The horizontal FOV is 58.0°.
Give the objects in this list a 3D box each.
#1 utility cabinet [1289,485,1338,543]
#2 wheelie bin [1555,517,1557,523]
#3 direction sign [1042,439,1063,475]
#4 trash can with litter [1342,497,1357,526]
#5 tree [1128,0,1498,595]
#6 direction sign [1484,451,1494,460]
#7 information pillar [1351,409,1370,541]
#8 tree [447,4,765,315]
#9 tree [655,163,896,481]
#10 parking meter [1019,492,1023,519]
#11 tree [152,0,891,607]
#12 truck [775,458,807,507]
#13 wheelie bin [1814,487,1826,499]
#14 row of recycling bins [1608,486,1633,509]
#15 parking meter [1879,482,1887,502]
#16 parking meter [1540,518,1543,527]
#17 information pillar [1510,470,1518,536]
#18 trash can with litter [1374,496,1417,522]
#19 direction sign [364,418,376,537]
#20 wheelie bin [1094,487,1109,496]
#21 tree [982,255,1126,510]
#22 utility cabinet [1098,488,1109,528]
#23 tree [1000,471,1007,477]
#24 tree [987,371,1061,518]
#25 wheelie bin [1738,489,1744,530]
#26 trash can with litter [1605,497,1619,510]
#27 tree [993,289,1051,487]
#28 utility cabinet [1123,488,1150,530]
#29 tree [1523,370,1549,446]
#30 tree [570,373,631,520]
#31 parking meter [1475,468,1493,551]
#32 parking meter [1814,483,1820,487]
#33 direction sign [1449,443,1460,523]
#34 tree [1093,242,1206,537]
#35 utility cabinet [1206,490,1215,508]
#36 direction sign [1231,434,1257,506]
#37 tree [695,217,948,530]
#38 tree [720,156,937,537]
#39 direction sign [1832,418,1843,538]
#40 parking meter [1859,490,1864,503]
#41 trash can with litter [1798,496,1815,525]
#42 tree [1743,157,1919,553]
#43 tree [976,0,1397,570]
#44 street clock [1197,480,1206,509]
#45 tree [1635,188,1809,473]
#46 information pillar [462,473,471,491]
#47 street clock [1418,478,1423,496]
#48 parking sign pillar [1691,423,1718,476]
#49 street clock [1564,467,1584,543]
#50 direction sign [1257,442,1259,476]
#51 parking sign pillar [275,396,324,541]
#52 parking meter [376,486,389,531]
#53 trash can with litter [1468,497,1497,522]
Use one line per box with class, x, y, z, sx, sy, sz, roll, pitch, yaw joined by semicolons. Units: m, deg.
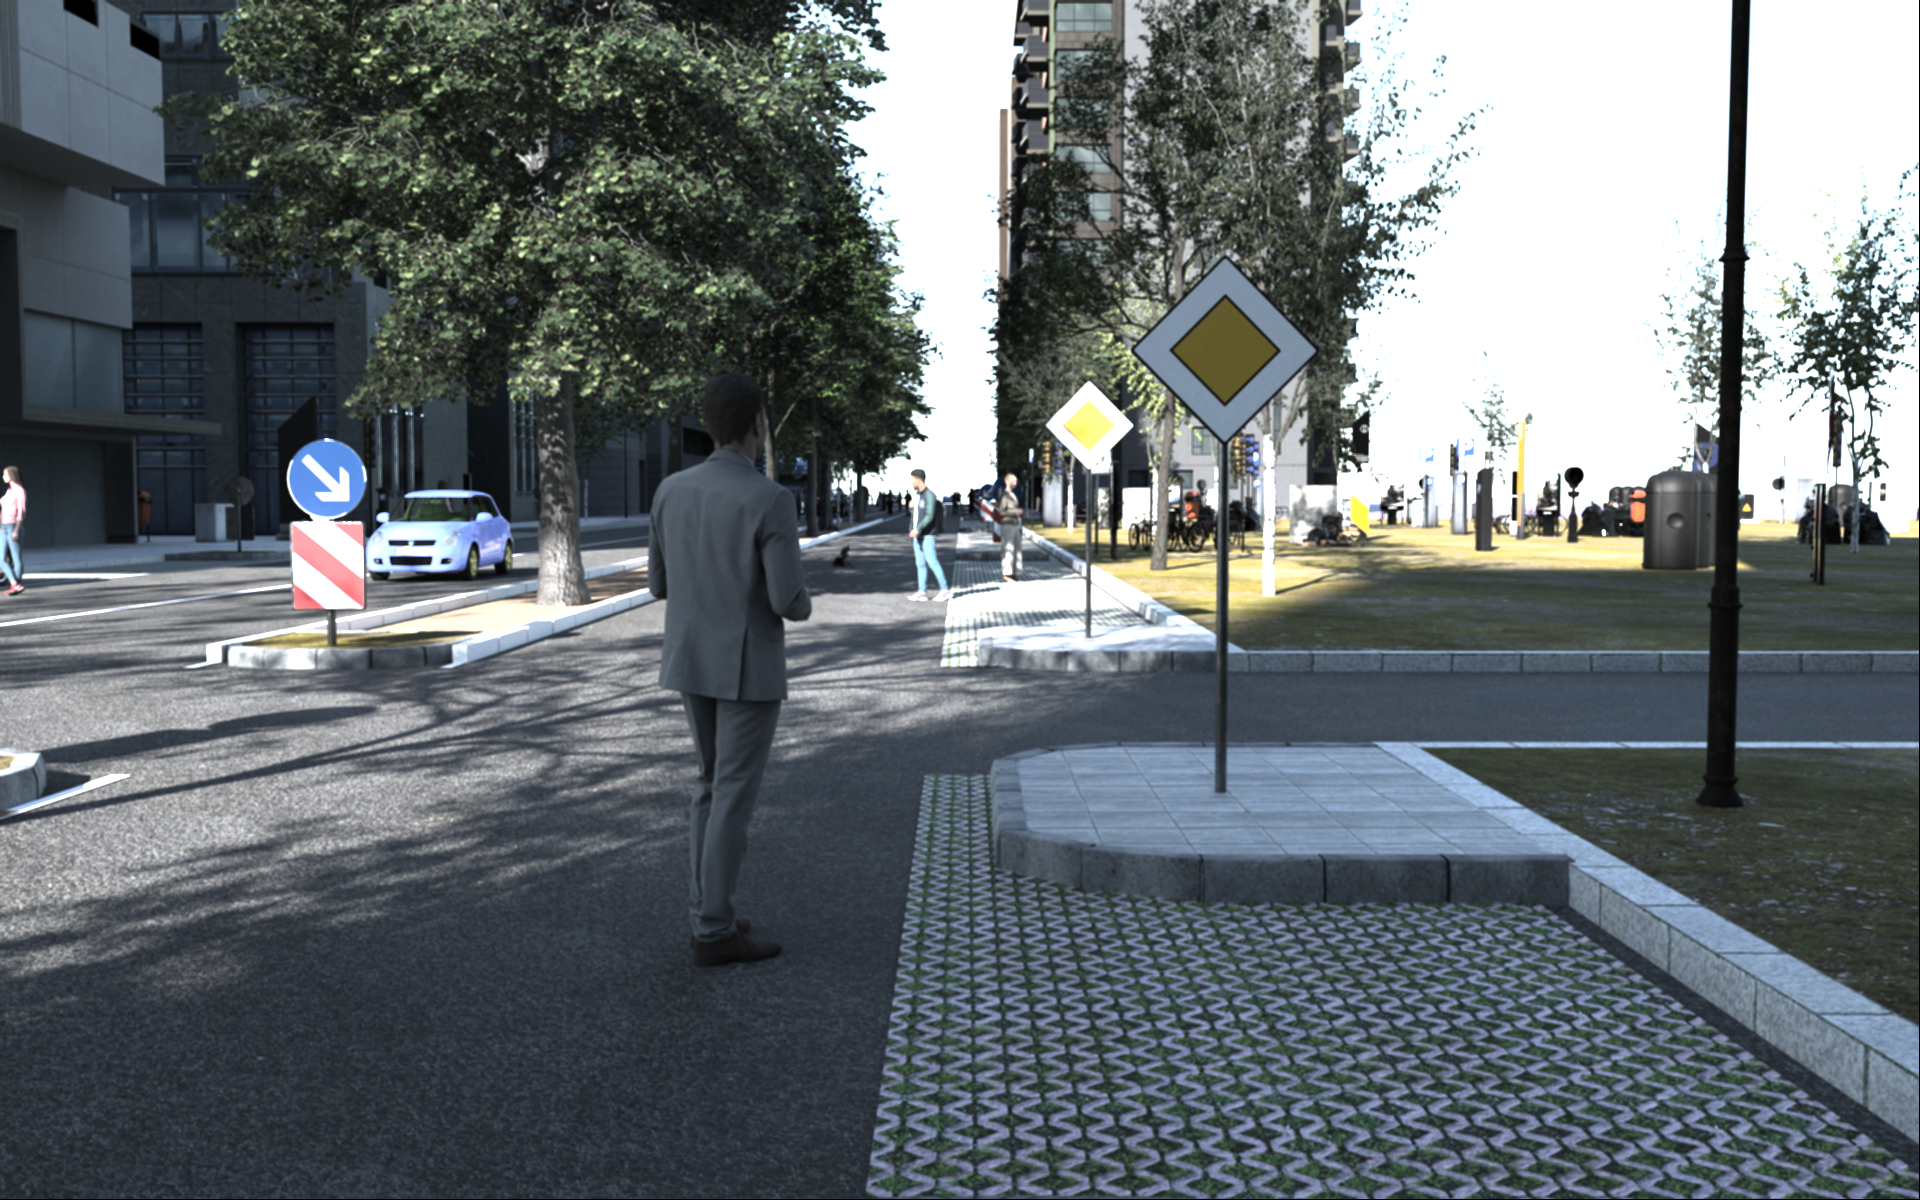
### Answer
utility cabinet;9.044;-2.177;44.265;1.173;1.500;0.318;1;4;23
wheelie bin;25.541;-4.113;75.152;0.980;1.594;0.693;3;5;43
direction sign;3.810;-4.856;71.396;0.876;3.537;0.379;0;4;-4
trash can with litter;15.155;-3.610;70.084;2.233;1.210;1.678;0;4;7
tree;4.115;-4.356;21.579;4.360;8.622;3.978;0;3;0
direction sign;27.637;-6.029;90.578;0.876;3.537;0.379;-3;5;-43
information pillar;11.006;-3.438;47.560;0.504;3.616;0.183;0;4;5
tree;-5.364;-5.772;31.236;8.767;10.594;7.601;0;4;0
tree;-5.298;-7.310;47.739;9.928;11.665;9.643;0;3;0
parking meter;3.090;-4.979;89.813;0.372;1.533;0.369;0;3;0
tree;-5.068;-6.883;21.656;9.857;13.997;8.962;0;3;0
truck;-12.357;-8.885;135.034;2.967;4.110;18.799;0;4;-2
wheelie bin;40.869;-4.571;82.641;0.693;1.594;0.980;-3;4;-38
row of recycling bins;32.839;-4.725;84.359;1.069;1.692;3.534;-1;4;-15
parking meter;45.682;-4.895;85.744;0.255;1.863;0.399;3;4;39
parking meter;22.452;-3.732;66.727;0.255;1.863;0.399;0;4;2
information pillar;16.875;-2.932;52.423;0.304;2.012;0.304;-3;5;-41
trash can with litter;20.729;-4.409;83.143;1.678;1.210;2.233;3;4;39
direction sign;-17.446;-3.624;51.250;0.379;3.537;0.876;0;3;0
wheelie bin;6.141;-3.979;72.957;0.980;1.594;0.693;1;4;19
tree;4.398;-10.051;82.459;7.486;12.596;7.792;0;3;0
utility cabinet;5.484;-3.441;64.933;0.318;1.500;1.173;-2;4;-24
tree;3.629;-9.087;143.181;1.663;3.219;1.824;0;3;0
tree;3.751;-8.640;91.619;4.737;8.622;4.395;0;3;0
wheelie bin;27.468;-3.290;61.692;0.980;1.594;0.693;-1;4;-13
trash can with litter;23.752;-3.205;63.791;1.055;1.170;0.624;2;4;35
tree;3.479;-6.583;58.002;4.360;8.622;3.978;0;3;0
utility cabinet;6.304;-3.261;62.002;0.318;1.500;1.173;-2;4;-34
tree;25.682;-8.095;82.717;4.360;8.622;3.978;0;3;0
tree;-18.631;-8.326;86.488;4.737;8.622;4.395;0;3;0
parking meter;11.790;-2.034;38.960;0.255;1.863;0.399;0;4;-4
parking meter;43.920;-5.081;88.793;0.399;1.863;0.255;-3;5;-40
direction sign;22.137;-5.234;77.580;0.379;3.537;0.876;3;5;44
tree;6.079;-6.200;51.732;4.737;8.622;4.395;0;3;0
utility cabinet;13.037;-4.878;88.429;1.173;1.500;0.318;-3;5;-39
direction sign;10.670;-4.494;65.467;0.876;3.537;0.379;0;4;5
tree;-5.282;-9.076;67.851;9.611;12.733;9.660;0;3;0
tree;-4.815;-8.338;56.918;7.486;12.596;7.792;0;3;0
direction sign;25.473;-3.568;50.334;0.379;3.537;0.876;1;4;12
parking meter;44.146;-4.685;85.005;0.372;1.533;0.369;0;3;0
trash can with litter;35.520;-3.700;71.556;2.233;1.210;1.678;-2;4;-27
tree;19.145;-5.313;37.227;4.737;8.622;4.395;0;3;0
tree;3.688;-5.777;28.870;7.601;10.594;8.767;1;4;9
street clock;12.196;-5.071;87.480;0.358;2.002;0.471;3;5;43
tree;18.553;-5.642;42.614;4.360;8.622;3.978;0;3;0
information pillar;-17.423;-3.469;61.209;0.304;2.012;0.304;-1;4;-13
street clock;20.460;-4.397;76.461;0.471;2.002;0.358;1;4;14
parking sign pillar;28.203;-4.687;65.109;1.447;3.967;1.447;-3;4;-36
street clock;16.197;-2.518;45.734;0.471;2.002;0.358;-1;4;-12
direction sign;12.483;-5.077;75.000;0.876;3.537;0.379;1;4;13
parking sign pillar;-18.283;-3.648;48.109;1.447;3.967;1.447;1;4;23
parking meter;-17.532;-2.701;52.571;0.372;1.533;0.369;0;3;0
trash can with litter;23.692;-4.166;79.165;2.233;1.210;1.678;-1;4;-9
